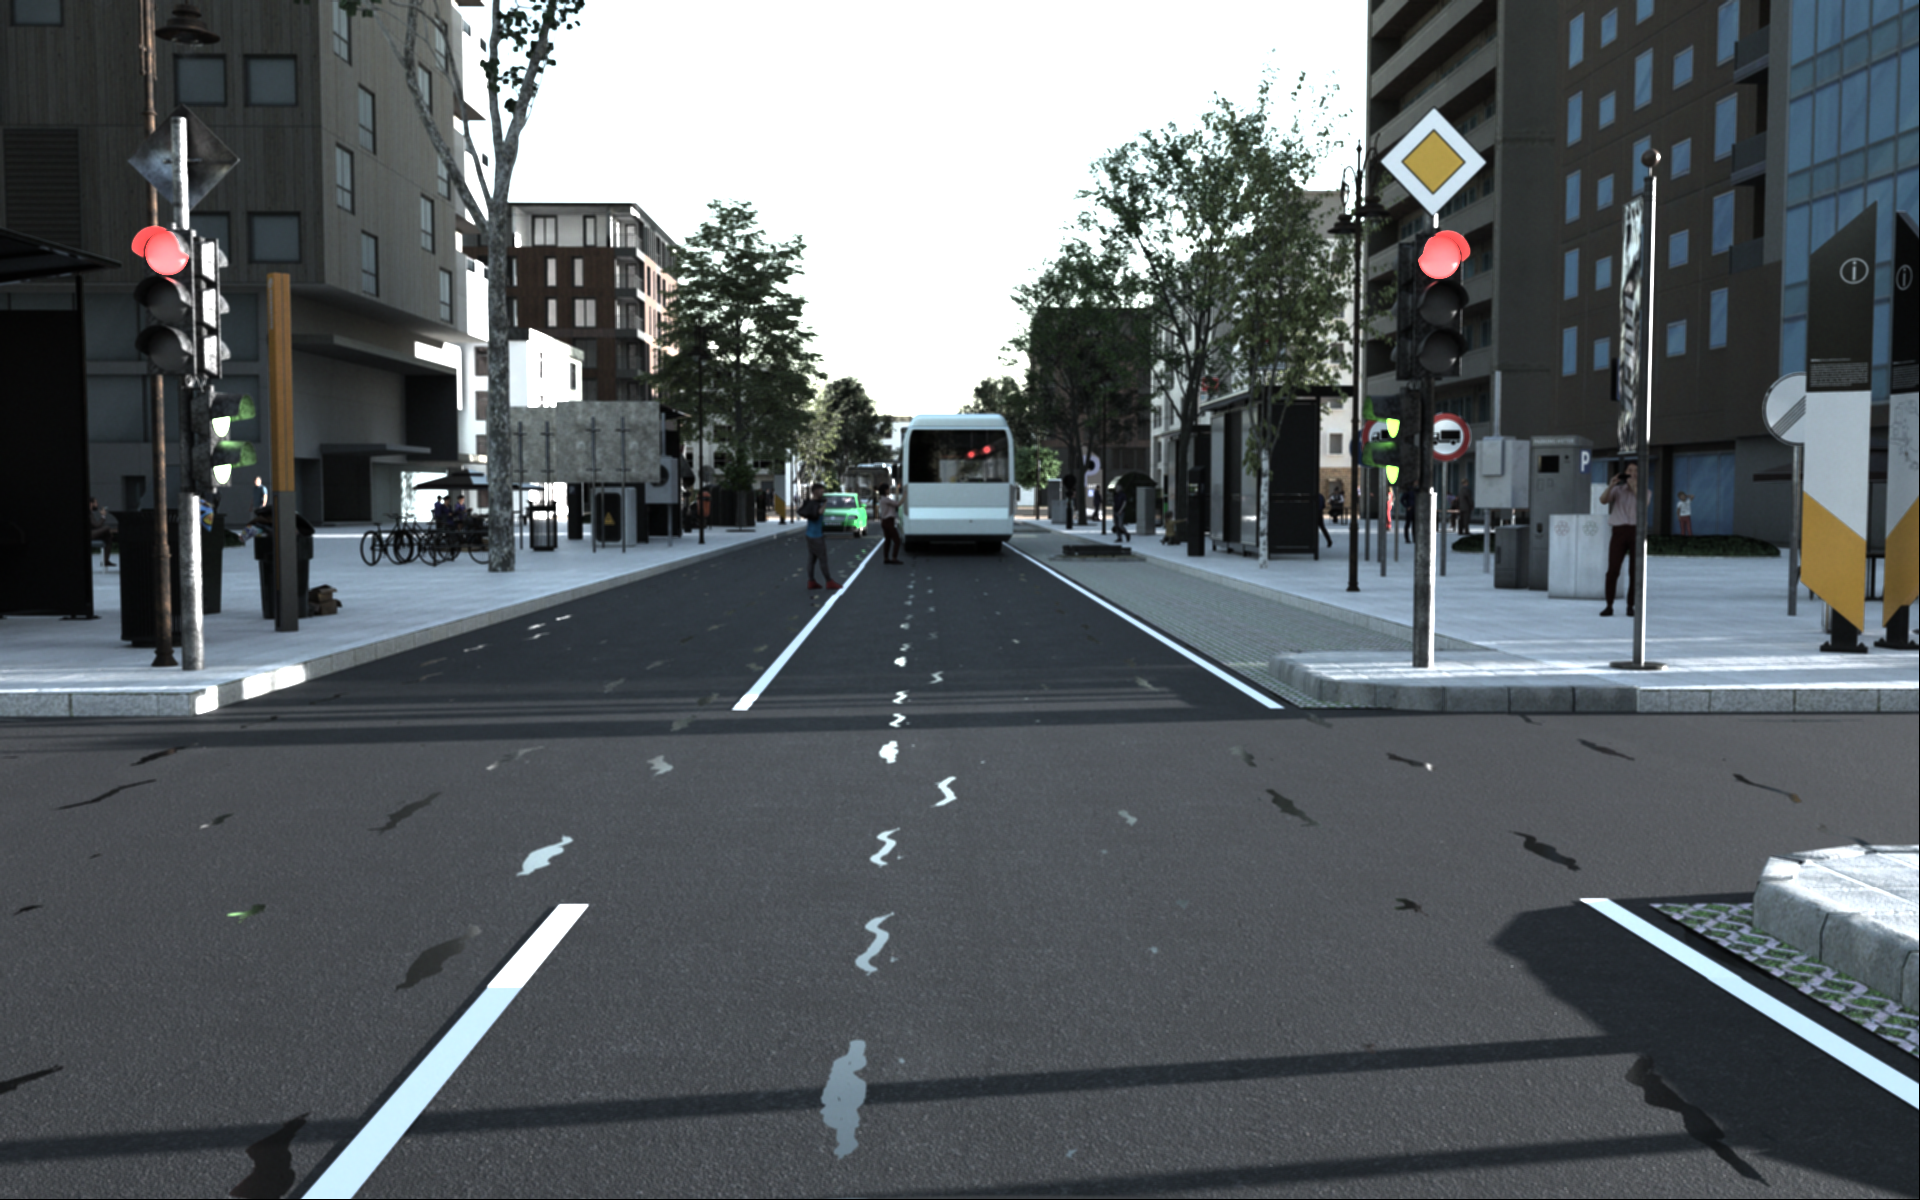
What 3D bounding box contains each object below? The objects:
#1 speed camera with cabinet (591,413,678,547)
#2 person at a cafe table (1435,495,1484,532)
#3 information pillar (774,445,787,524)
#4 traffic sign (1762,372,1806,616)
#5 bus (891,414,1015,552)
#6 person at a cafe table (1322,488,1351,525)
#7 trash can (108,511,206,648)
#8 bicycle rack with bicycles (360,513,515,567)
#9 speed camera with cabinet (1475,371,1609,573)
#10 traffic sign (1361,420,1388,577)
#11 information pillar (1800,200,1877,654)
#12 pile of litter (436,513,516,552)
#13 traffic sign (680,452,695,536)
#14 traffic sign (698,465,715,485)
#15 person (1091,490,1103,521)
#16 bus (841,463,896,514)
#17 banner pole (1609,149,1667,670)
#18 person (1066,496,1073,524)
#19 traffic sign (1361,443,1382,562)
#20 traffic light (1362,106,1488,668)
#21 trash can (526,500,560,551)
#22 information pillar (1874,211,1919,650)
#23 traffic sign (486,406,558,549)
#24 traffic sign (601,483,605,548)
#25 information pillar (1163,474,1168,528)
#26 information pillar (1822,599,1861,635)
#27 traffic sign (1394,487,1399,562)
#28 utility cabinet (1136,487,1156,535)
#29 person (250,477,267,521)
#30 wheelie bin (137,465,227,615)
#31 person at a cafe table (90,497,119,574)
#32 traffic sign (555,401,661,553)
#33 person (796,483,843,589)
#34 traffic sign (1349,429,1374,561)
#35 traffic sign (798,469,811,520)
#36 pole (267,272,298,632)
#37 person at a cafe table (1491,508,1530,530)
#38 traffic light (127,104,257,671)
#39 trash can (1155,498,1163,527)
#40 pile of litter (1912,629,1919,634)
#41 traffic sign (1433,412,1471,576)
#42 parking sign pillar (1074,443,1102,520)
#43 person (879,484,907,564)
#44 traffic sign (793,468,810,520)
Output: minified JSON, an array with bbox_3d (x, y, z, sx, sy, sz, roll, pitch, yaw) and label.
[{"bbox_3d":[-7.919,-2.921,42.090,2.038,3.252,0.660,1,4,8],"label":"speed camera with cabinet"},{"bbox_3d":[16.667,-2.967,59.364,1.726,1.238,1.698,-1,4,-17],"label":"person at a cafe table"},{"bbox_3d":[-7.642,-5.030,73.600,0.504,3.616,0.183,-1,4,-14],"label":"information pillar"},{"bbox_3d":[8.781,-1.107,18.202,0.768,2.556,0.104,0,4,2],"label":"traffic sign"},{"bbox_3d":[-0.325,-3.141,46.216,2.948,3.499,13.247,0,4,-3],"label":"bus"},{"bbox_3d":[15.730,-3.934,72.841,1.698,1.524,1.622,2,4,25],"label":"person at a cafe table"},{"bbox_3d":[-6.767,-0.183,14.640,0.748,1.137,0.748,0,3,0],"label":"trash can"},{"bbox_3d":[-9.690,-1.125,31.782,2.852,0.926,2.925,3,4,37],"label":"bicycle rack with bicycles"},{"bbox_3d":[9.237,-2.029,27.517,0.660,3.252,2.038,-3,5,-42],"label":"speed camera with cabinet"},{"bbox_3d":[6.594,-1.639,26.904,0.768,2.556,0.104,0,3,0],"label":"traffic sign"},{"bbox_3d":[7.117,-1.386,14.017,0.504,3.616,0.183,2,4,29],"label":"information pillar"},{"bbox_3d":[-10.848,-1.519,38.795,1.719,0.858,1.176,0,4,-5],"label":"pile of litter"},{"bbox_3d":[-8.624,-3.276,53.564,0.884,2.594,0.081,0,4,2],"label":"traffic sign"},{"bbox_3d":[-11.210,-4.681,76.645,0.768,2.556,0.104,0,4,5],"label":"traffic sign"},{"bbox_3d":[6.602,-4.592,83.667,0.480,1.512,0.613,3,4,37],"label":"person"},{"bbox_3d":[-5.219,-6.562,102.143,2.948,3.499,13.247,0,4,-1],"label":"bus"},{"bbox_3d":[5.028,-1.400,12.909,0.401,3.779,0.863,0,4,5],"label":"banner pole"},{"bbox_3d":[4.677,-3.893,73.600,0.340,1.345,0.435,0,4,-5],"label":"person"},{"bbox_3d":[7.899,-1.983,32.522,0.768,2.556,0.104,0,4,2],"label":"traffic sign"},{"bbox_3d":[3.417,-1.457,12.740,0.839,4.253,0.868,0,4,-1],"label":"traffic light"},{"bbox_3d":[-9.399,-1.677,39.069,0.748,1.137,0.748,0,3,0],"label":"trash can"},{"bbox_3d":[7.803,-1.398,14.218,0.183,3.616,0.504,0,4,-5],"label":"information pillar"},{"bbox_3d":[-9.902,-2.836,40.247,2.265,3.308,0.079,0,4,5],"label":"traffic sign"},{"bbox_3d":[-8.480,-2.385,41.127,0.606,2.300,0.079,0,3,0],"label":"traffic sign"},{"bbox_3d":[7.781,-3.678,64.630,0.304,2.012,0.304,2,4,33],"label":"information pillar"},{"bbox_3d":[8.125,-0.698,15.902,0.304,2.012,0.304,1,4,19],"label":"information pillar"},{"bbox_3d":[8.292,-2.009,32.852,0.884,2.594,0.081,0,4,2],"label":"traffic sign"},{"bbox_3d":[5.833,-2.785,54.212,0.318,1.500,1.173,1,4,22],"label":"utility cabinet"},{"bbox_3d":[-21.290,-2.831,52.455,0.598,1.807,0.434,3,5,39],"label":"person"},{"bbox_3d":[-8.311,-0.649,18.514,0.980,1.594,0.693,1,4,13],"label":"wheelie bin"},{"bbox_3d":[-13.556,-1.053,28.073,1.726,1.238,1.698,-1,4,-21],"label":"person at a cafe table"},{"bbox_3d":[-7.689,-2.690,37.859,2.265,3.308,0.079,0,4,-1],"label":"traffic sign"},{"bbox_3d":[-2.119,-0.964,26.131,0.662,1.594,0.647,-2,4,-31],"label":"person"},{"bbox_3d":[7.862,-2.034,33.364,0.768,2.556,0.104,0,4,2],"label":"traffic sign"},{"bbox_3d":[-7.805,-5.306,86.852,0.768,2.556,0.104,0,4,7],"label":"traffic sign"},{"bbox_3d":[-6.299,-1.361,16.102,0.158,3.312,0.155,0,3,0],"label":"pole"},{"bbox_3d":[19.400,-3.088,61.345,1.698,1.238,1.726,1,4,20],"label":"person at a cafe table"},{"bbox_3d":[-5.582,-1.444,12.529,0.839,4.253,0.868,0,4,-1],"label":"traffic light"},{"bbox_3d":[7.650,-3.415,67.489,0.748,1.137,0.748,0,3,0],"label":"trash can"},{"bbox_3d":[9.428,-0.081,15.288,1.176,0.858,1.719,-2,4,-31],"label":"pile of litter"},{"bbox_3d":[7.572,-1.649,27.074,0.768,2.556,0.104,0,4,5],"label":"traffic sign"},{"bbox_3d":[6.468,-6.014,86.806,1.447,3.967,1.447,-2,4,-25],"label":"parking sign pillar"},{"bbox_3d":[-1.369,-1.566,35.564,0.566,1.644,0.517,1,4,23],"label":"person"},{"bbox_3d":[-7.992,-5.331,87.164,0.884,2.594,0.081,0,4,7],"label":"traffic sign"}]
